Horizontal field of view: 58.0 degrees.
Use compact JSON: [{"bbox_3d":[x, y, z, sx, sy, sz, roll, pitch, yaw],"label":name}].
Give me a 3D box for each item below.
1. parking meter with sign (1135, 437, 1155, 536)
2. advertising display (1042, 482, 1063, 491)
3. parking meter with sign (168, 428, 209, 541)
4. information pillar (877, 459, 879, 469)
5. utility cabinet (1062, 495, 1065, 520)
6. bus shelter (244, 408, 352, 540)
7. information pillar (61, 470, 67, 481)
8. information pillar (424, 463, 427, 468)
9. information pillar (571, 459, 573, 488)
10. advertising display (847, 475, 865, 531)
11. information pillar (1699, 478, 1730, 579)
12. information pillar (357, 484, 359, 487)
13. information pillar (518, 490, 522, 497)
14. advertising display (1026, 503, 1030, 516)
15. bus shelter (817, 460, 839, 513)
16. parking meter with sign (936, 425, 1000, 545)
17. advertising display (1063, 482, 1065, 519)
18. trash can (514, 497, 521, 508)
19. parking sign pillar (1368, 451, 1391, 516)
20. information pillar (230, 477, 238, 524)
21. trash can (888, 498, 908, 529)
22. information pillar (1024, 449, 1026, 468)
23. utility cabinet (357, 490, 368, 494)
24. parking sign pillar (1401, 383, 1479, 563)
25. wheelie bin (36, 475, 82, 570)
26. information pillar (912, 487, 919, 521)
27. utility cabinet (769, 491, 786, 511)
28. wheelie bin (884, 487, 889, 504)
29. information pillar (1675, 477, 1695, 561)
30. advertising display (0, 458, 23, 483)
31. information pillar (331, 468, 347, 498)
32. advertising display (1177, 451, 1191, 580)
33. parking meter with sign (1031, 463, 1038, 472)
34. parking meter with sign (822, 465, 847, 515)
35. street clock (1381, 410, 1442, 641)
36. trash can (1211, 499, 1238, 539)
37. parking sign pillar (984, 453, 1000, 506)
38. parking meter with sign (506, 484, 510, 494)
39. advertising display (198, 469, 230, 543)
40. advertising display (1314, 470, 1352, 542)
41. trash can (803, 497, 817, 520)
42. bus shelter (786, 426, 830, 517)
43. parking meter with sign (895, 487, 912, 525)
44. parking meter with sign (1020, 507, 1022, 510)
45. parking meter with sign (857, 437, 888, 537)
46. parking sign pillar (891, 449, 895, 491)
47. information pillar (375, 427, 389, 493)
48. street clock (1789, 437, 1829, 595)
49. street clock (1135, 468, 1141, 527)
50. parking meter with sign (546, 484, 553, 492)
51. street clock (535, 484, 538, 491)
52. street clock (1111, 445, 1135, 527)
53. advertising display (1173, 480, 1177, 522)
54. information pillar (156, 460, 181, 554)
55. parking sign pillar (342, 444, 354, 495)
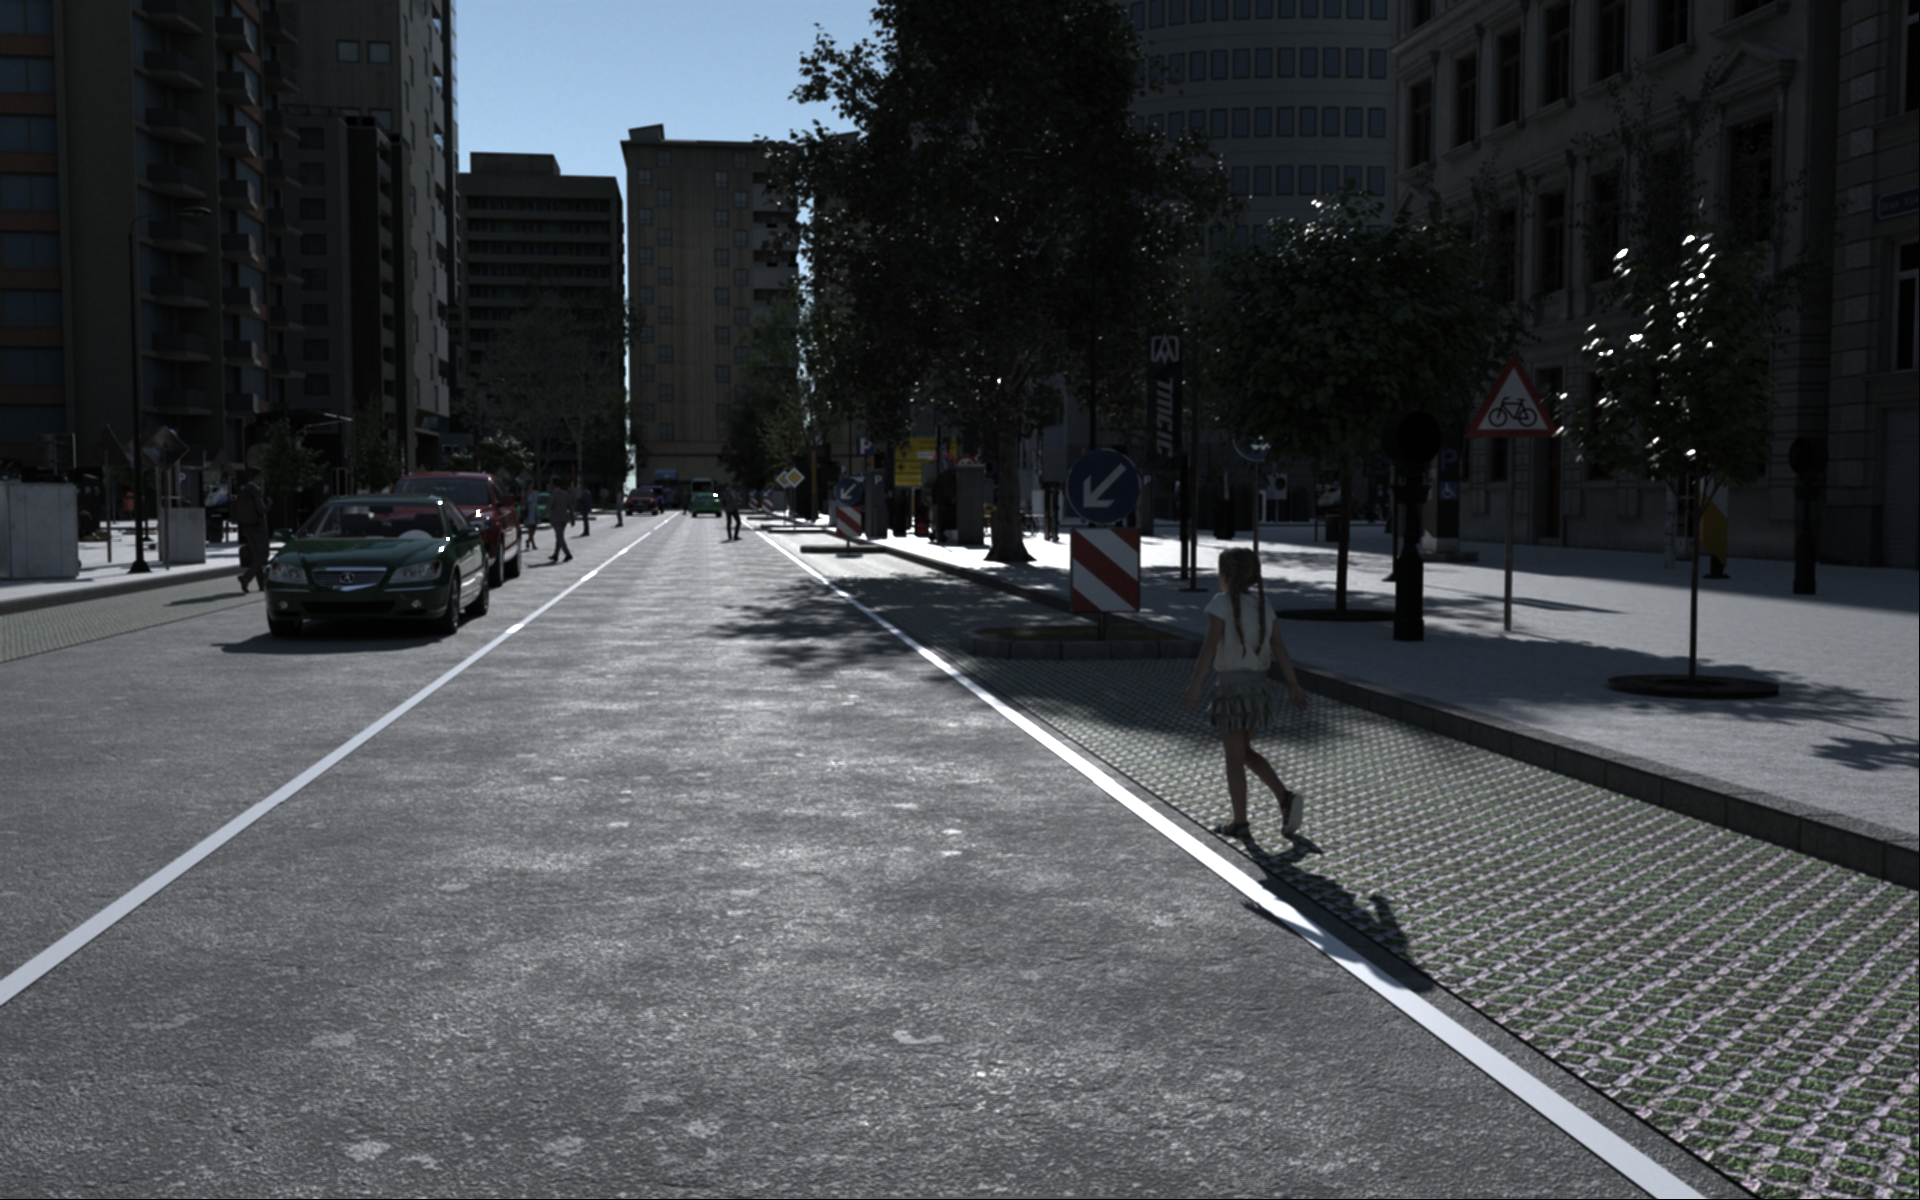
[{"bbox_3d":[5.764,-3.511,53.665,0.543,3.016,1.738,0,4,-6],"label":"parking meter with sign"},{"bbox_3d":[4.701,-5.149,89.394,0.974,1.923,0.123,1,4,16],"label":"advertising display"},{"bbox_3d":[-20.790,-3.093,46.824,0.543,3.016,1.738,1,4,11],"label":"parking meter with sign"},{"bbox_3d":[-5.459,-7.588,115.415,0.183,3.616,0.504,-1,4,-8],"label":"information pillar"},{"bbox_3d":[4.735,-4.543,85.448,0.306,1.237,1.020,3,5,40],"label":"utility cabinet"},{"bbox_3d":[-19.082,-3.609,50.284,1.731,3.624,6.357,-1,4,-8],"label":"bus shelter"},{"bbox_3d":[-43.170,-5.634,83.475,0.183,3.616,0.504,0,4,-4],"label":"information pillar"},{"bbox_3d":[-40.602,-8.561,131.334,0.504,3.616,0.183,2,4,26],"label":"information pillar"},{"bbox_3d":[-26.113,-7.665,116.678,0.183,3.616,0.504,-1,4,-8],"label":"information pillar"},{"bbox_3d":[-3.400,-3.322,59.522,0.974,1.923,0.123,-1,4,-22],"label":"advertising display"},{"bbox_3d":[11.422,-2.130,26.181,0.504,3.616,0.183,-1,4,-21],"label":"information pillar"},{"bbox_3d":[-33.078,-5.547,95.180,0.304,2.012,0.304,-1,4,-15],"label":"information pillar"},{"bbox_3d":[-33.992,-7.909,133.798,0.304,2.012,0.304,-1,4,-9],"label":"information pillar"},{"bbox_3d":[3.487,-5.070,88.108,0.974,1.923,0.123,2,4,31],"label":"advertising display"},{"bbox_3d":[-9.344,-7.819,119.131,1.731,3.624,6.357,-1,4,-8],"label":"bus shelter"},{"bbox_3d":[0.276,-2.903,43.726,1.738,3.016,0.543,0,4,-5],"label":"parking meter with sign"},{"bbox_3d":[5.426,-5.223,90.602,0.123,1.923,0.974,0,4,5],"label":"advertising display"},{"bbox_3d":[-24.580,-5.177,96.292,0.748,1.137,0.748,0,3,0],"label":"trash can"},{"bbox_3d":[21.546,-6.123,88.576,1.447,3.967,1.447,1,4,14],"label":"parking sign pillar"},{"bbox_3d":[-30.642,-4.199,73.150,0.304,2.012,0.304,-1,4,-14],"label":"information pillar"},{"bbox_3d":[-2.265,-3.141,63.012,0.748,1.137,0.748,0,3,0],"label":"trash can"},{"bbox_3d":[3.422,-6.041,90.122,0.183,3.616,0.504,2,4,34],"label":"information pillar"},{"bbox_3d":[-30.894,-4.948,89.571,0.318,1.500,1.173,0,4,-5],"label":"utility cabinet"},{"bbox_3d":[9.184,-2.726,33.044,1.447,3.967,1.447,0,4,3],"label":"parking sign pillar"},{"bbox_3d":[-14.904,-1.255,28.435,0.980,1.594,0.693,2,4,25],"label":"wheelie bin"},{"bbox_3d":[-2.163,-5.641,83.581,0.504,3.616,0.183,-3,4,-38],"label":"information pillar"},{"bbox_3d":[-15.092,-8.269,143.876,1.173,1.500,0.318,-1,4,-21],"label":"utility cabinet"},{"bbox_3d":[-3.329,-4.221,76.914,0.693,1.594,0.980,-1,4,-15],"label":"wheelie bin"},{"bbox_3d":[13.965,-1.758,33.232,0.304,2.012,0.304,-1,4,-18],"label":"information pillar"},{"bbox_3d":[-17.191,-1.579,31.038,0.123,1.923,0.974,1,4,14],"label":"advertising display"},{"bbox_3d":[-17.508,-2.715,48.879,0.304,2.012,0.304,3,4,38],"label":"information pillar"},{"bbox_3d":[3.400,-1.279,26.133,0.123,1.923,0.974,1,4,10],"label":"advertising display"},{"bbox_3d":[3.675,-6.125,96.398,0.543,3.016,1.738,-3,4,-37],"label":"parking meter with sign"},{"bbox_3d":[-7.692,-6.693,105.692,1.738,3.016,0.543,3,5,42],"label":"parking meter with sign"},{"bbox_3d":[3.931,-0.645,15.120,0.471,2.002,0.358,-1,4,-21],"label":"street clock"},{"bbox_3d":[7.502,-2.293,49.142,0.748,1.137,0.748,0,3,0],"label":"trash can"},{"bbox_3d":[1.557,-6.390,92.941,1.447,3.967,1.447,0,4,-4],"label":"parking sign pillar"},{"bbox_3d":[-33.008,-7.907,125.532,1.738,3.016,0.543,2,4,31],"label":"parking meter with sign"},{"bbox_3d":[-19.702,-2.481,45.780,0.123,1.923,0.974,1,4,19],"label":"advertising display"},{"bbox_3d":[10.008,-2.525,46.503,0.974,1.923,0.123,1,4,8],"label":"advertising display"},{"bbox_3d":[-7.321,-4.467,84.682,0.748,1.137,0.748,0,3,0],"label":"trash can"},{"bbox_3d":[-8.802,-7.449,99.428,2.179,5.291,8.768,-1,4,-8],"label":"bus shelter"},{"bbox_3d":[-2.379,-4.696,73.048,1.738,3.016,0.543,1,4,10],"label":"parking meter with sign"},{"bbox_3d":[1.649,-3.616,55.379,0.543,3.016,1.738,1,4,10],"label":"parking meter with sign"},{"bbox_3d":[-2.603,-3.443,52.549,0.543,3.016,1.738,-1,4,-21],"label":"parking meter with sign"},{"bbox_3d":[-3.669,-7.004,102.988,1.447,3.967,1.447,1,4,22],"label":"parking sign pillar"},{"bbox_3d":[-20.244,-4.242,60.713,0.183,3.616,0.504,3,5,43],"label":"information pillar"},{"bbox_3d":[10.810,-1.073,22.113,0.358,2.002,0.471,-1,4,-11],"label":"street clock"},{"bbox_3d":[4.755,-2.654,47.961,0.471,2.002,0.358,3,5,45],"label":"street clock"},{"bbox_3d":[-32.042,-8.530,135.732,1.738,3.016,0.543,-1,4,-11],"label":"parking meter with sign"},{"bbox_3d":[-31.931,-7.717,130.747,0.358,2.002,0.471,-2,4,-25],"label":"street clock"},{"bbox_3d":[2.352,-1.287,25.608,0.358,2.002,0.471,1,4,8],"label":"street clock"},{"bbox_3d":[10.059,-4.601,80.443,0.123,1.923,0.974,1,4,20],"label":"advertising display"},{"bbox_3d":[-15.258,-1.768,33.406,0.304,2.012,0.304,1,4,15],"label":"information pillar"},{"bbox_3d":[-33.238,-6.459,94.081,1.447,3.967,1.447,-1,4,-12],"label":"parking sign pillar"}]
